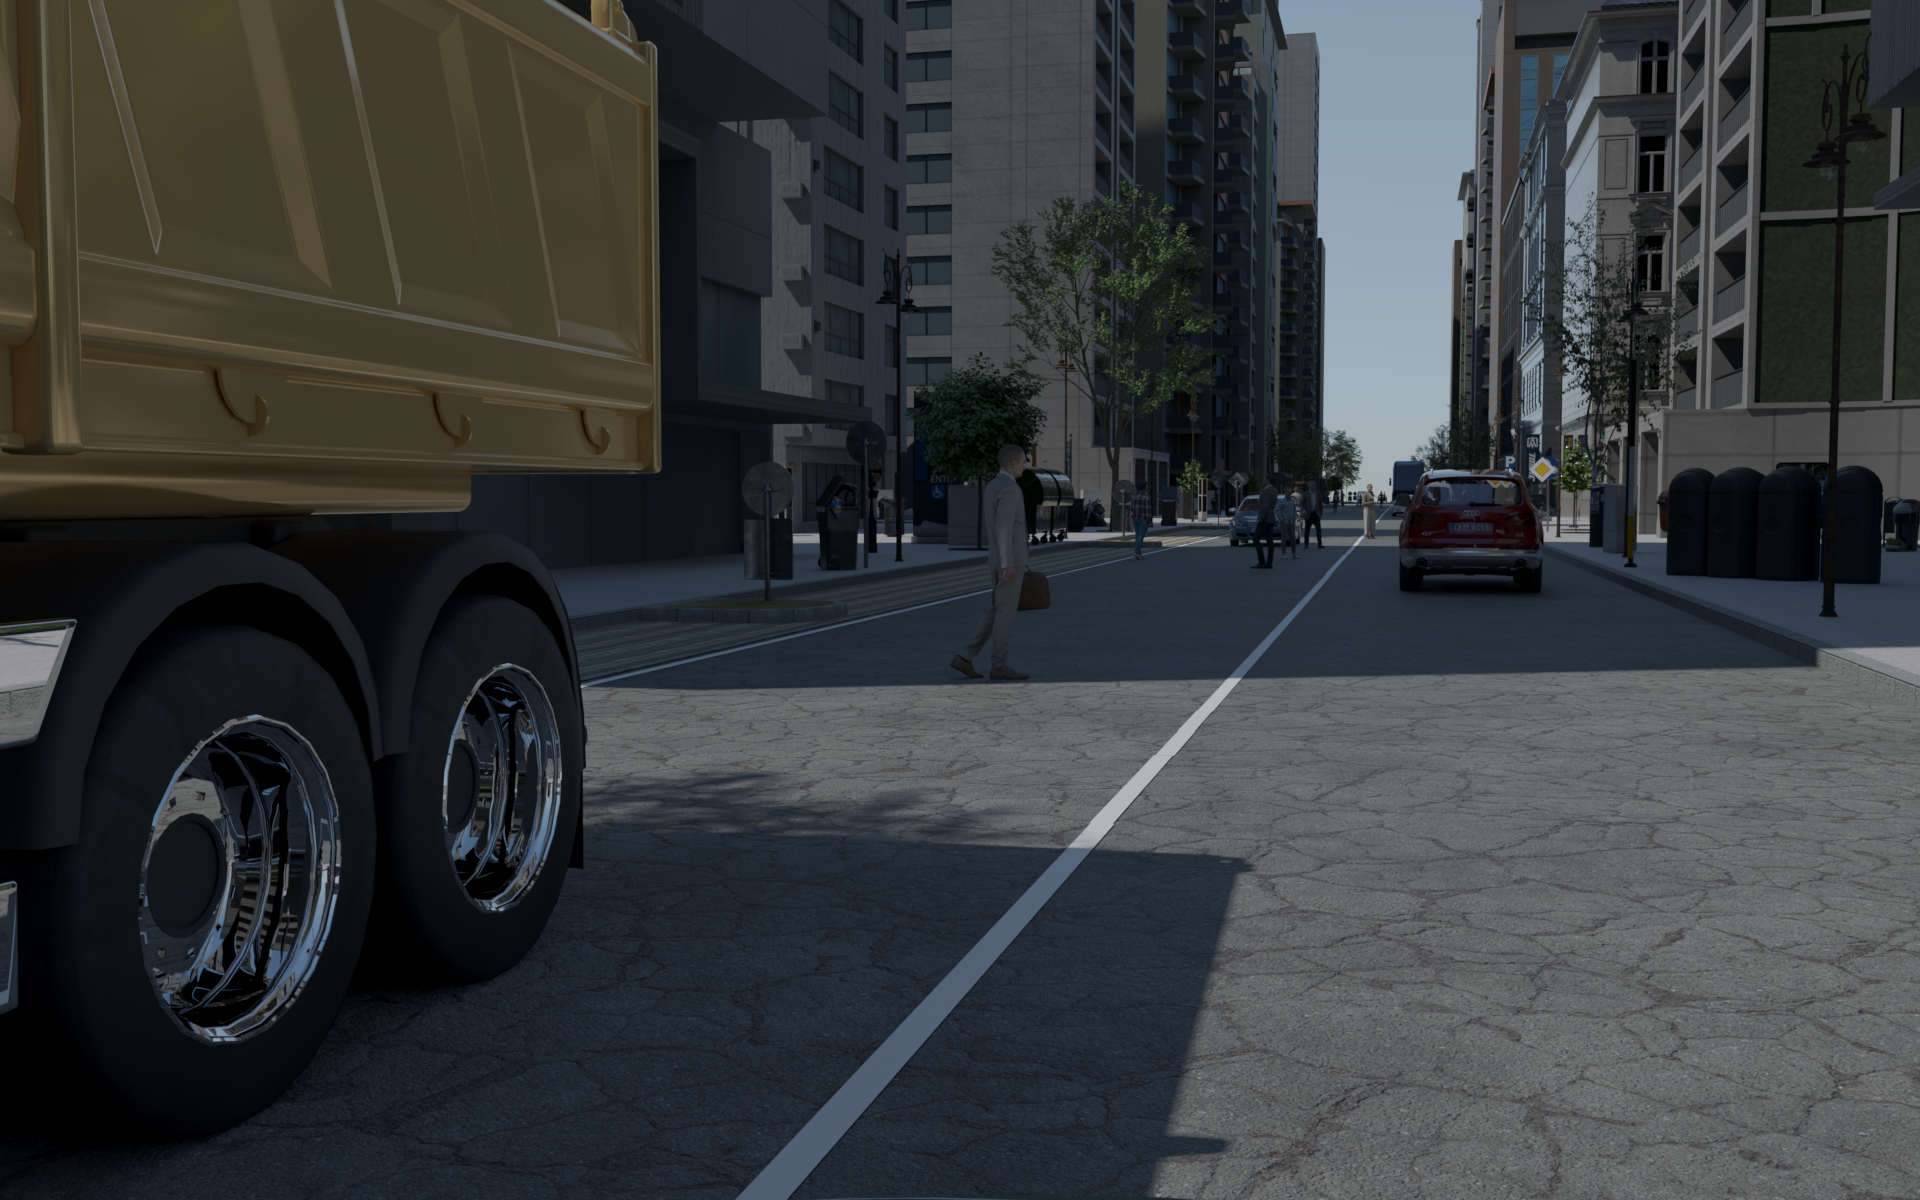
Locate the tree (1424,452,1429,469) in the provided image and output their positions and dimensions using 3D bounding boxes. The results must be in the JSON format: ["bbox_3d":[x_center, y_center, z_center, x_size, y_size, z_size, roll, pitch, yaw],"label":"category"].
[{"bbox_3d":[59.228,-16.041,212.637,4.737,8.622,4.395,0,3,0],"label":"tree"}]

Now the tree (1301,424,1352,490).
[{"bbox_3d":[47.847,-17.851,226.271,7.601,10.594,8.767,2,4,32],"label":"tree"}]

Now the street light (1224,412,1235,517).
[{"bbox_3d":[14.914,-7.528,95.871,0.468,5.910,1.993,1,4,14],"label":"street light"}]

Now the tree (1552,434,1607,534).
[{"bbox_3d":[19.971,-3.776,56.346,1.663,3.219,1.824,0,3,0],"label":"tree"}]

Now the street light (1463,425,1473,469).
[{"bbox_3d":[33.975,-8.726,115.453,0.468,5.910,1.993,1,4,14],"label":"street light"}]

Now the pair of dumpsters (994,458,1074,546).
[{"bbox_3d":[1.835,-2.602,45.034,1.574,2.255,4.437,1,4,14],"label":"pair of dumpsters"}]

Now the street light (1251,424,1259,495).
[{"bbox_3d":[19.040,-8.517,112.044,0.468,5.910,1.993,1,4,14],"label":"street light"}]

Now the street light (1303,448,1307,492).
[{"bbox_3d":[33.795,-12.053,169.856,0.468,5.910,1.993,1,4,14],"label":"street light"}]

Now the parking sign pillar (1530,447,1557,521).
[{"bbox_3d":[27.261,-5.712,81.858,1.447,3.967,1.447,-3,5,-41],"label":"parking sign pillar"}]

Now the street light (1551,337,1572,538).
[{"bbox_3d":[17.687,-4.785,51.026,0.468,5.910,1.993,1,4,14],"label":"street light"}]

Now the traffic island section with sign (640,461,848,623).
[{"bbox_3d":[-2.389,-0.698,20.044,1.989,1.847,2.006,1,4,14],"label":"traffic island section with sign"}]

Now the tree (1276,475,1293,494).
[{"bbox_3d":[29.939,-10.130,160.228,1.663,3.219,1.824,0,3,0],"label":"tree"}]

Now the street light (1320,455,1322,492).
[{"bbox_3d":[42.210,-14.050,202.501,0.468,5.910,1.993,1,4,14],"label":"street light"}]

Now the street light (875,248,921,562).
[{"bbox_3d":[-1.162,-3.670,32.796,0.468,5.910,1.993,1,4,14],"label":"street light"}]

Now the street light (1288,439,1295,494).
[{"bbox_3d":[27.736,-10.591,145.954,0.468,5.910,1.993,1,4,14],"label":"street light"}]

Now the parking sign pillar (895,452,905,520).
[{"bbox_3d":[-2.437,-5.881,84.632,1.447,3.967,1.447,3,5,43],"label":"parking sign pillar"}]

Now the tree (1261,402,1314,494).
[{"bbox_3d":[25.751,-11.463,137.789,4.360,8.622,3.978,0,3,0],"label":"tree"}]

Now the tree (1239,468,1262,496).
[{"bbox_3d":[19.407,-7.481,116.912,1.663,3.219,1.824,0,3,0],"label":"tree"}]

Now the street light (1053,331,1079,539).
[{"bbox_3d":[3.012,-4.681,49.330,0.468,5.910,1.993,1,4,14],"label":"street light"}]

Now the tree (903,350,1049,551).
[{"bbox_3d":[0.365,-3.423,39.678,4.285,4.588,4.351,0,3,0],"label":"tree"}]

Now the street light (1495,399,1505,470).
[{"bbox_3d":[25.597,-6.697,82.278,0.468,5.910,1.993,1,4,14],"label":"street light"}]

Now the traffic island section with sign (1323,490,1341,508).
[{"bbox_3d":[37.170,-10.185,175.148,1.989,1.847,2.006,1,4,14],"label":"traffic island section with sign"}]

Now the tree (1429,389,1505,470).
[{"bbox_3d":[35.609,-10.406,120.494,4.737,8.622,4.395,0,3,0],"label":"tree"}]

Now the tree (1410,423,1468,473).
[{"bbox_3d":[63.286,-17.996,228.643,8.767,10.594,7.601,1,4,15],"label":"tree"}]

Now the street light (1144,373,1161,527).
[{"bbox_3d":[7.367,-5.728,66.444,0.468,5.910,1.993,1,4,14],"label":"street light"}]

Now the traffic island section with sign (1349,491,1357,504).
[{"bbox_3d":[57.392,-15.036,254.459,1.989,1.847,2.006,1,4,14],"label":"traffic island section with sign"}]

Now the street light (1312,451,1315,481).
[{"bbox_3d":[37.965,-13.049,186.136,0.468,5.910,1.993,1,4,14],"label":"street light"}]

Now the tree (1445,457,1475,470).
[{"bbox_3d":[44.136,-10.326,152.535,4.285,4.588,4.351,0,3,0],"label":"tree"}]

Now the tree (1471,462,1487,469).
[{"bbox_3d":[31.286,-6.749,104.954,1.663,3.219,1.824,0,3,0],"label":"tree"}]

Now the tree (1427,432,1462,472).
[{"bbox_3d":[56.991,-15.407,202.270,4.360,8.622,3.978,0,3,0],"label":"tree"}]

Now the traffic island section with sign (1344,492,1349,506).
[{"bbox_3d":[43.916,-11.805,201.632,1.989,1.847,2.006,1,4,14],"label":"traffic island section with sign"}]

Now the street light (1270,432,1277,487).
[{"bbox_3d":[23.428,-9.571,129.281,0.468,5.910,1.993,1,4,14],"label":"street light"}]

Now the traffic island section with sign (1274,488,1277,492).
[{"bbox_3d":[18.106,-5.613,100.406,1.989,1.847,2.006,1,4,14],"label":"traffic island section with sign"}]

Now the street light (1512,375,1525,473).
[{"bbox_3d":[21.714,-5.792,67.489,0.468,5.910,1.993,1,4,14],"label":"street light"}]

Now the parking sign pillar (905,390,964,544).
[{"bbox_3d":[-0.559,-3.447,44.828,1.447,3.967,1.447,0,4,5],"label":"parking sign pillar"}]

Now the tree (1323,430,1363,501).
[{"bbox_3d":[67.380,-23.684,305.362,7.486,12.596,7.792,0,3,0],"label":"tree"}]

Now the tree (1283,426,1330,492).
[{"bbox_3d":[39.225,-14.849,193.138,4.737,8.622,4.395,0,3,0],"label":"tree"}]

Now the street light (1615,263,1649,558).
[{"bbox_3d":[13.462,-3.794,34.816,0.468,5.910,1.993,1,4,14],"label":"street light"}]

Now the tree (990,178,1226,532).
[{"bbox_3d":[5.138,-8.129,58.671,9.928,11.665,9.643,0,3,0],"label":"tree"}]

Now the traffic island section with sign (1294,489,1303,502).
[{"bbox_3d":[24.859,-7.232,126.874,1.989,1.847,2.006,1,4,14],"label":"traffic island section with sign"}]

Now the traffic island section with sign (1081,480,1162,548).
[{"bbox_3d":[4.408,-2.327,46.672,1.989,1.847,2.006,1,4,14],"label":"traffic island section with sign"}]

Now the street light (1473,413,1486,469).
[{"bbox_3d":[29.693,-7.707,98.804,0.468,5.910,1.993,1,4,14],"label":"street light"}]

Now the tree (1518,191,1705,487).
[{"bbox_3d":[16.058,-5.668,43.030,4.360,8.622,3.978,0,3,0],"label":"tree"}]

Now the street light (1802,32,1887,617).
[{"bbox_3d":[9.088,-2.762,17.948,0.468,5.910,1.993,1,4,14],"label":"street light"}]

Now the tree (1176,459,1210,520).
[{"bbox_3d":[11.652,-5.668,87.273,1.663,3.219,1.824,0,3,0],"label":"tree"}]

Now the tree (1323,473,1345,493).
[{"bbox_3d":[55.979,-16.870,259.529,4.285,4.588,4.351,0,3,0],"label":"tree"}]

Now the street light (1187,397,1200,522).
[{"bbox_3d":[10.659,-6.505,79.149,0.468,5.910,1.993,1,4,14],"label":"street light"}]

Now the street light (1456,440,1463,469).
[{"bbox_3d":[38.201,-9.718,131.675,0.468,5.910,1.993,1,4,14],"label":"street light"}]

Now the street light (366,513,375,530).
[{"bbox_3d":[-5.500,-2.645,16.040,0.468,5.910,1.993,1,4,14],"label":"street light"}]

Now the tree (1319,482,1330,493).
[{"bbox_3d":[52.151,-15.399,246.371,1.663,3.219,1.824,0,3,0],"label":"tree"}]
